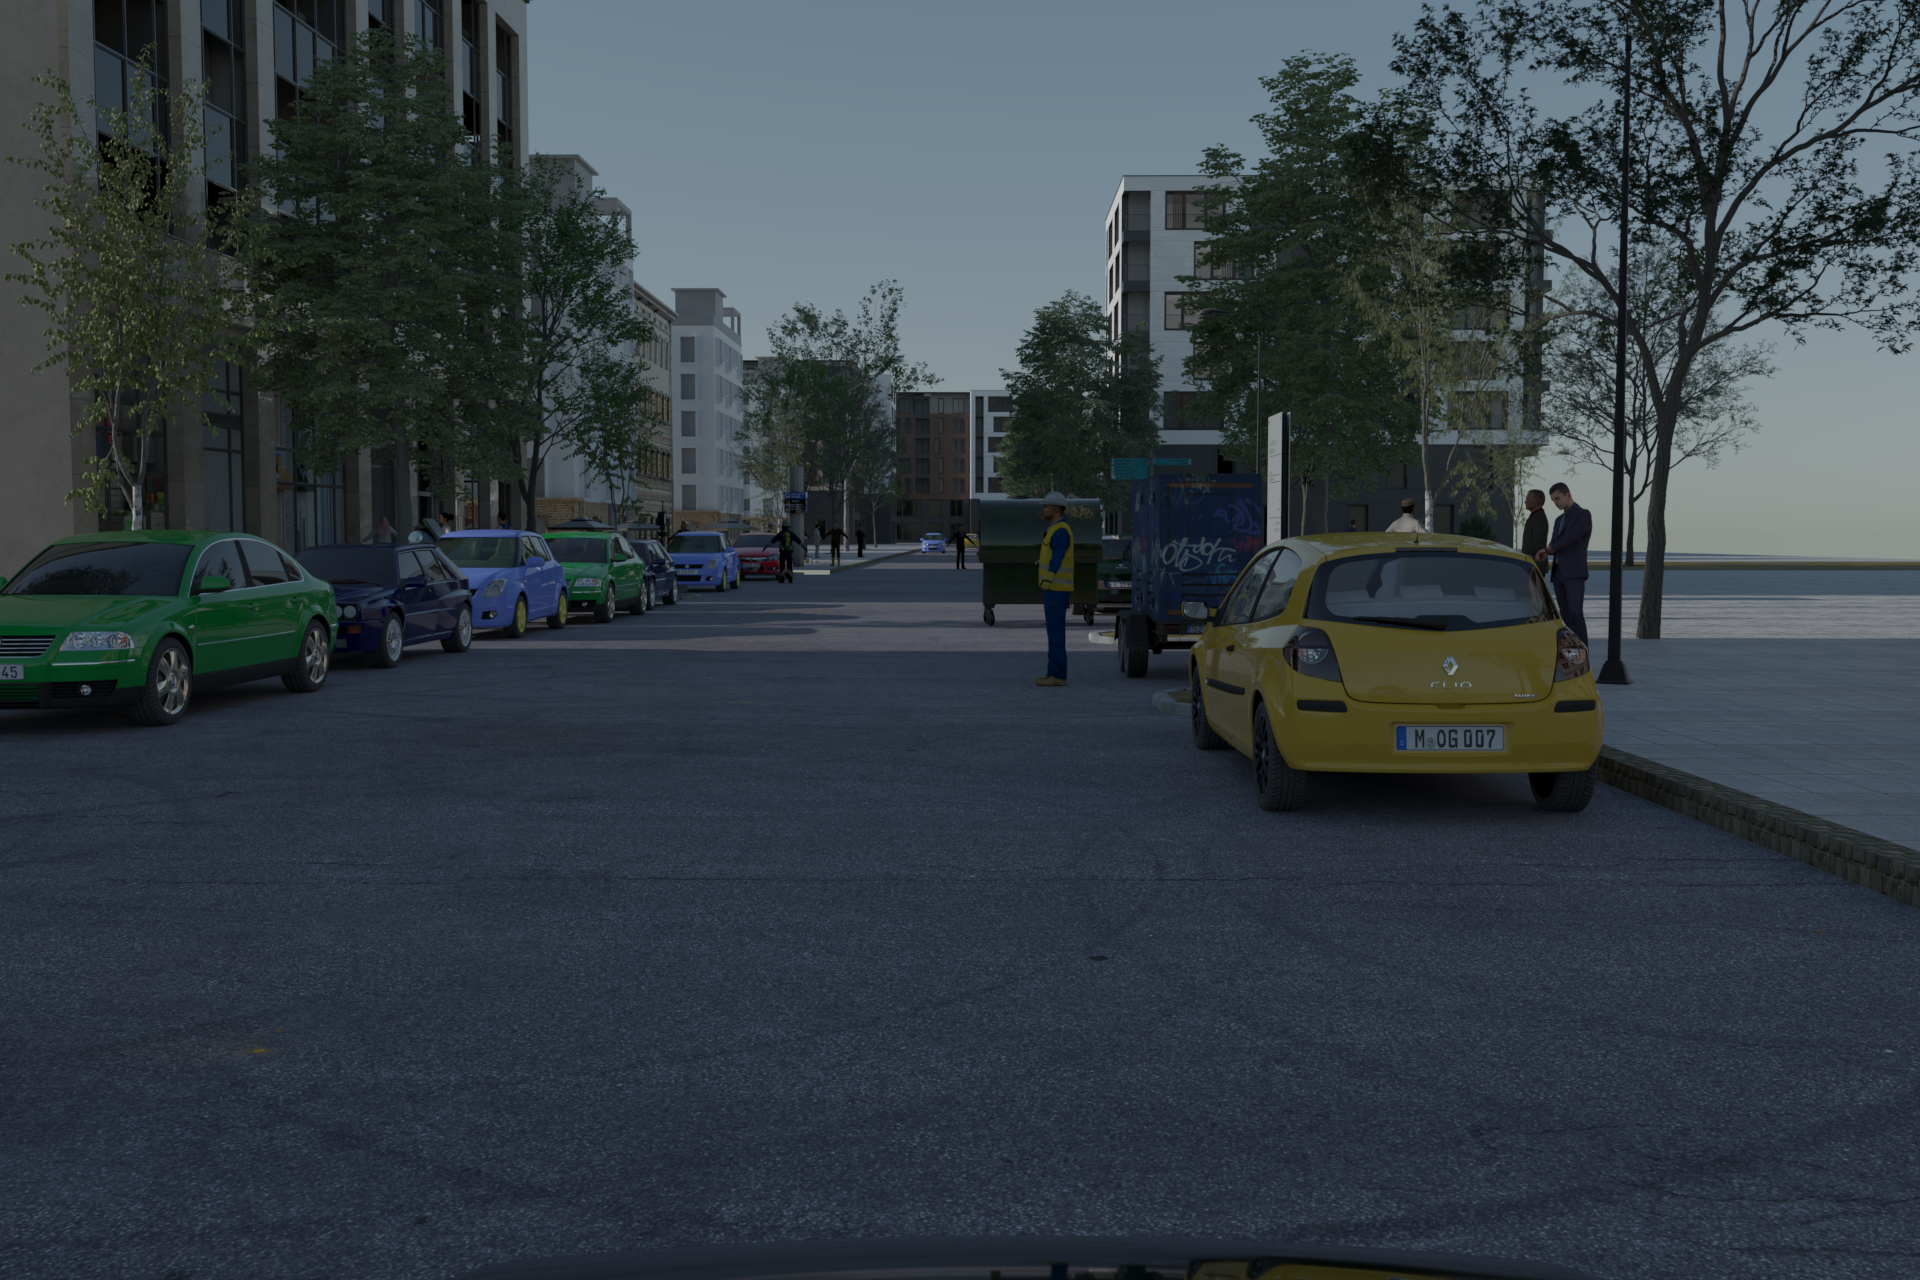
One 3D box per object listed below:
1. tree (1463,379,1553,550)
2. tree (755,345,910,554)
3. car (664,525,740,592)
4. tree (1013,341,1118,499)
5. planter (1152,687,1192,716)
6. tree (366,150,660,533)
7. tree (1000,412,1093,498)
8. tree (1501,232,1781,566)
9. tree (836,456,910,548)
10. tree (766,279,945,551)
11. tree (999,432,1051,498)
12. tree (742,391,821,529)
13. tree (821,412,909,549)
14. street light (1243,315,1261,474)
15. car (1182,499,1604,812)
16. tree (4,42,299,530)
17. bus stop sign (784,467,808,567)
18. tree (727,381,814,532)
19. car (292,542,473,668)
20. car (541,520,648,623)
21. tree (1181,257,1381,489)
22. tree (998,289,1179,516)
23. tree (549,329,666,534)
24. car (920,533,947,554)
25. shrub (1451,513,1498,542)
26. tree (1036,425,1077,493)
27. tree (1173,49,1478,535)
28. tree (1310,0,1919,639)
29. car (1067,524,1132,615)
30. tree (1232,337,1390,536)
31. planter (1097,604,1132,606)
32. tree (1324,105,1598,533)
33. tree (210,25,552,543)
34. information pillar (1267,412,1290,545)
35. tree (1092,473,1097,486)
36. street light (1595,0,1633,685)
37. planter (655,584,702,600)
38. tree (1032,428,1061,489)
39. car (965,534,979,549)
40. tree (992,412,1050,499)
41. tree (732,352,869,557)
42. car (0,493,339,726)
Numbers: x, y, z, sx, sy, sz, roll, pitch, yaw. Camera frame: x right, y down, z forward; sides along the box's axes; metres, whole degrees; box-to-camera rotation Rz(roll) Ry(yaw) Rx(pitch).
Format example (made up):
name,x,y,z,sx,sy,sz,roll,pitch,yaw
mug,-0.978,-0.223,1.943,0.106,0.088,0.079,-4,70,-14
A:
name,x,y,z,sx,sy,sz,roll,pitch,yaw
tree,26.153,-7.966,80.609,4.360,8.622,3.978,0,3,0
tree,-8.075,-12.314,111.708,12.009,13.543,11.850,0,3,0
car,-6.630,-2.103,43.971,1.945,1.707,3.694,0,4,1
tree,3.724,-7.131,66.953,4.360,8.622,3.978,0,3,0
planter,2.618,0.417,14.321,1.991,0.319,1.994,0,4,1
tree,-12.177,-7.499,48.364,9.928,11.665,9.643,0,3,0
tree,7.008,-12.935,137.237,9.928,11.665,9.643,0,3,0
tree,27.063,-9.717,69.250,12.009,13.543,11.850,0,3,0
tree,-8.224,-13.928,162.134,7.601,10.594,8.767,0,4,-2
tree,-6.938,-16.602,127.337,12.611,20.169,13.585,0,3,0
tree,7.220,-13.673,149.316,9.928,11.665,9.643,0,3,0
tree,-8.712,-8.470,88.847,4.360,8.622,3.978,0,3,0
tree,-8.156,-13.469,145.979,9.928,11.665,9.643,0,3,0
street light,6.719,-3.870,35.814,1.470,5.913,1.316,0,4,1
car,2.402,-0.009,10.364,2.015,1.641,3.980,0,4,0
tree,-12.711,-4.679,26.870,4.737,8.622,4.395,0,3,0
bus stop sign,-6.415,-4.815,67.747,0.837,3.901,0.837,0,4,0
tree,-8.555,-8.092,82.671,4.360,8.622,3.978,0,3,0
car,-6.868,-0.436,19.710,1.945,1.354,3.894,0,4,1
car,-6.485,-1.255,29.310,1.959,1.807,4.718,0,4,0
tree,12.115,-8.500,64.731,9.928,11.665,9.643,0,3,0
tree,6.552,-11.198,89.749,9.857,13.997,8.962,0,3,0
tree,-12.138,-6.748,60.699,4.737,8.622,4.395,0,3,0
car,-1.934,-7.226,127.741,1.945,1.707,3.694,0,4,1
shrub,19.225,-3.714,64.763,1.661,2.075,1.752,0,3,0
tree,6.605,-9.643,108.026,4.737,8.622,4.395,0,3,0
tree,8.770,-7.549,41.554,7.486,12.596,7.792,0,3,0
tree,8.327,-5.273,20.625,8.767,10.594,7.601,1,4,18
car,2.813,-1.364,32.081,2.009,1.686,4.222,0,3,0
tree,15.203,-8.594,74.929,7.601,10.594,8.767,-1,4,-12
planter,2.857,-0.871,35.376,1.991,0.319,1.994,0,4,1
tree,8.018,-4.882,30.191,4.360,8.622,3.978,0,3,0
tree,-13.243,-7.431,39.630,7.486,12.596,7.792,0,3,0
information pillar,6.277,-2.621,34.166,0.184,3.620,1.656,0,4,1
tree,22.089,-21.317,255.179,9.857,13.997,8.962,0,3,0
street light,6.167,-2.579,14.711,1.470,5.913,1.316,0,4,1
planter,-6.781,-1.053,38.351,1.991,0.319,1.994,0,4,1
tree,6.748,-10.126,115.917,4.737,8.622,4.395,0,3,0
car,0.985,-9.248,161.432,2.015,1.641,3.980,0,4,0
tree,7.729,-15.750,164.174,9.857,13.997,8.962,0,3,0
tree,-9.002,-10.539,98.075,9.928,11.665,9.643,0,3,0
car,-6.735,-0.339,14.345,1.959,1.807,4.718,0,4,1
